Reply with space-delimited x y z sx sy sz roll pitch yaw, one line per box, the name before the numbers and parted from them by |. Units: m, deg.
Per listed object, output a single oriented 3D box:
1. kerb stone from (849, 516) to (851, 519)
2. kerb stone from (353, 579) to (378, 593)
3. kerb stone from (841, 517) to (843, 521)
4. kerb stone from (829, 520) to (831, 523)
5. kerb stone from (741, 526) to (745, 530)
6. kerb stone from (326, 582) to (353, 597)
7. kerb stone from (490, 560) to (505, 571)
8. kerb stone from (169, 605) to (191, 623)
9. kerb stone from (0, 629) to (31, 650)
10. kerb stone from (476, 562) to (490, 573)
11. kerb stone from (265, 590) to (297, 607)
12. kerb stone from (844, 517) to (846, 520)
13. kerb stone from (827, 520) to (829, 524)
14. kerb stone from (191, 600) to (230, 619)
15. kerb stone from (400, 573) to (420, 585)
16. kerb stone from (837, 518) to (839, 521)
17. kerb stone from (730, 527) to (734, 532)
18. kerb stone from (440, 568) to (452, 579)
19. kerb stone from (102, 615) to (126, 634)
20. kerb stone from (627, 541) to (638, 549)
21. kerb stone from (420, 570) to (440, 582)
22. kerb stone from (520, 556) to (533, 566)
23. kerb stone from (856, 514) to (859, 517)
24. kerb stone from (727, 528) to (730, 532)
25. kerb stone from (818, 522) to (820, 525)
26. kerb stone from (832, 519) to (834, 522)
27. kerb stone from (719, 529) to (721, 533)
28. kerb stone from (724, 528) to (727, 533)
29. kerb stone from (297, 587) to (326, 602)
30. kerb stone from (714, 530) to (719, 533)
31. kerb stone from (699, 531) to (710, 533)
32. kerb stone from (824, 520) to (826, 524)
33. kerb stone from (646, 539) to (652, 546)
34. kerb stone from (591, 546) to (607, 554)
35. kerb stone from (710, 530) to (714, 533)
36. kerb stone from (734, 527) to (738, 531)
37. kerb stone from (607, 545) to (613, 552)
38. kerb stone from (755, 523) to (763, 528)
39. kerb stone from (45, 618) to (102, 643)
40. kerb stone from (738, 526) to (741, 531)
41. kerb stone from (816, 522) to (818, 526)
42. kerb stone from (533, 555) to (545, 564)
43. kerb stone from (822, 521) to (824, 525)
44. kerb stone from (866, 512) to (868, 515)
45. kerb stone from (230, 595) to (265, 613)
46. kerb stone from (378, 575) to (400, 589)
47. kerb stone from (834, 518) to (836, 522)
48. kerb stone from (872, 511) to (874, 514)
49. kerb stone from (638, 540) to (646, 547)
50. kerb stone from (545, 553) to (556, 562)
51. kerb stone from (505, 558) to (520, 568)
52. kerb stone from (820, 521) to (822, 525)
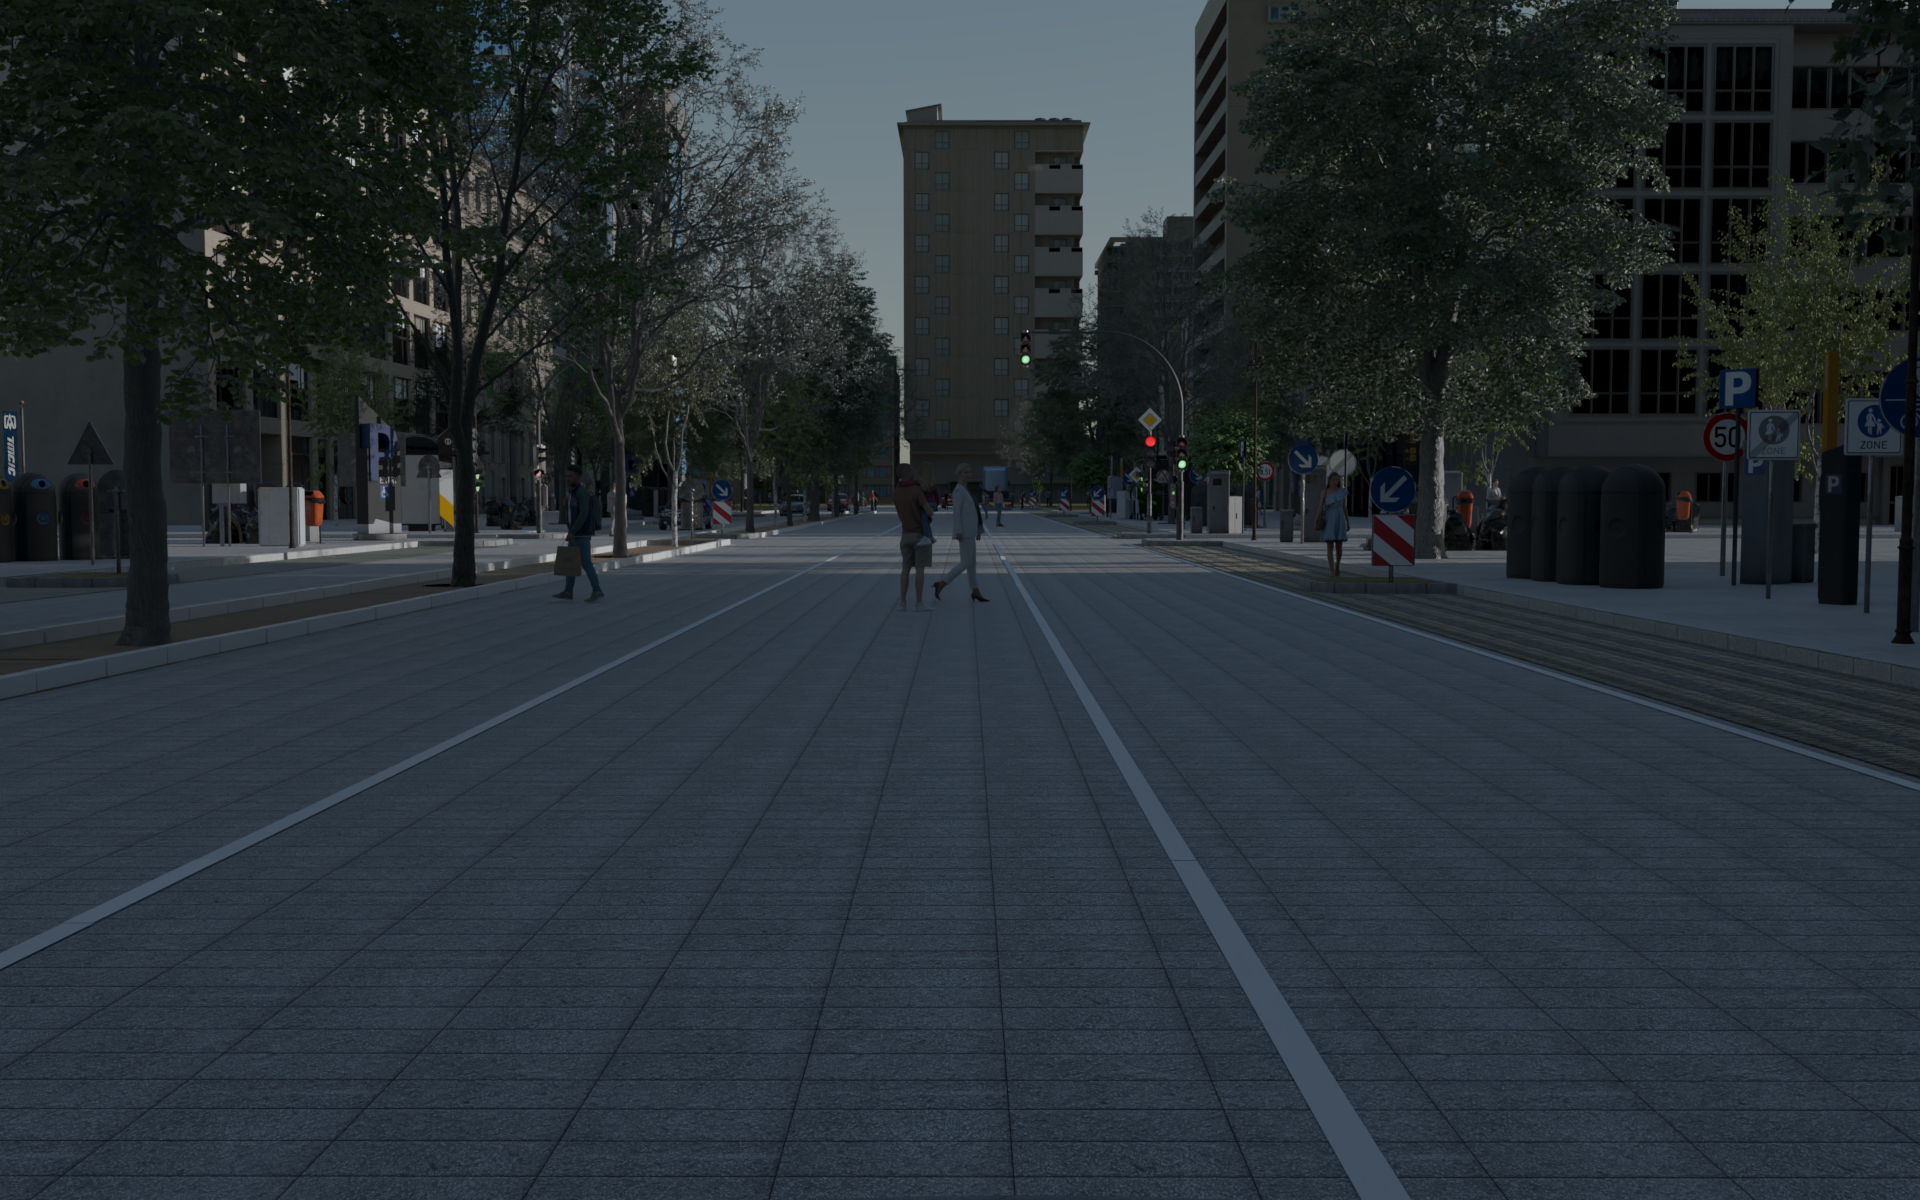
kerb stone | -6.468 -4.675 98.624 0.120 0.150 1.000 0 4 0
kerb stone | -8.777 -0.190 25.301 0.120 0.150 1.000 0 4 0
kerb stone | -6.486 -4.298 92.470 0.120 0.150 1.000 0 4 0
kerb stone | -6.509 -3.797 84.279 0.120 0.150 1.000 0 4 0
kerb stone | -8.655 -2.793 67.857 0.120 0.150 1.000 0 4 0
kerb stone | -8.784 -0.120 24.274 0.120 0.150 1.000 0 4 0
kerb stone | -8.770 -0.629 32.478 0.120 0.150 1.000 0 4 0
kerb stone | -8.798 0.190 19.122 0.120 0.150 1.000 0 4 0
kerb stone | -8.822 0.382 16.054 0.120 0.150 1.000 0 4 0
kerb stone | -8.768 -0.566 31.442 0.120 0.150 1.000 0 4 0
kerb stone | -8.794 -0.001 22.230 0.120 0.150 1.000 0 4 0
kerb stone | -6.474 -4.423 94.518 0.120 0.150 1.000 0 4 0
kerb stone | -6.501 -3.734 83.245 0.120 0.150 1.000 0 4 0
kerb stone | -8.798 0.125 20.155 0.120 0.150 1.000 0 4 0
kerb stone | -8.781 -0.315 27.345 0.120 0.150 1.000 0 4 0
kerb stone | -6.490 -4.110 89.402 0.120 0.150 1.000 0 4 0
kerb stone | -8.671 -2.603 64.772 0.120 0.150 1.000 0 4 0
kerb stone | -8.769 -0.440 29.398 0.120 0.150 1.000 0 4 0
kerb stone | -8.804 0.251 18.100 0.120 0.150 1.000 0 4 0
kerb stone | -8.728 -1.443 45.795 0.120 0.150 1.000 0 4 0
kerb stone | -8.776 -0.378 28.376 0.120 0.150 1.000 0 4 0
kerb stone | -8.751 -0.754 34.529 0.120 0.150 1.000 0 4 0
kerb stone | -6.444 -5.114 105.804 0.120 0.150 1.000 0 4 0
kerb stone | -8.675 -2.541 63.744 0.120 0.150 1.000 0 4 0
kerb stone | -6.529 -3.420 78.111 0.120 0.150 1.000 0 4 0
kerb stone | -6.502 -3.922 86.323 0.120 0.150 1.000 0 4 0
kerb stone | -8.678 -2.415 61.689 0.120 0.150 1.000 0 4 0
kerb stone | -8.670 -2.478 62.716 0.120 0.150 1.000 0 4 0
kerb stone | -8.791 -0.065 23.252 0.120 0.150 1.000 0 4 0
kerb stone | -8.676 -2.353 60.666 0.120 0.150 1.000 0 4 0
kerb stone | -8.682 -2.228 58.620 0.120 0.150 1.000 0 4 0
kerb stone | -6.509 -3.608 81.191 0.120 0.150 1.000 0 4 0
kerb stone | -8.718 -1.569 47.849 0.120 0.150 1.000 0 4 0
kerb stone | -8.730 -1.193 41.705 0.120 0.150 1.000 0 4 0
kerb stone | -8.679 -2.290 59.644 0.120 0.150 1.000 0 4 0
kerb stone | -8.665 -2.665 65.805 0.120 0.150 1.000 0 4 0
kerb stone | -8.738 -1.255 42.728 0.120 0.150 1.000 0 4 0
kerb stone | -8.639 -3.168 74.013 0.120 0.150 1.000 0 4 0
kerb stone | -8.801 0.313 17.078 0.120 0.150 1.000 0 4 0
kerb stone | -8.659 -2.729 66.831 0.120 0.150 1.000 0 4 0
kerb stone | -6.531 -3.357 77.080 0.120 0.150 1.000 0 4 0
kerb stone | -8.751 -0.817 35.551 0.120 0.150 1.000 0 4 0
kerb stone | -6.524 -3.545 80.164 0.120 0.150 1.000 0 4 0
kerb stone | -6.415 -5.740 116.057 0.120 0.150 1.000 0 4 0
kerb stone | -8.797 0.062 21.189 0.120 0.150 1.000 0 4 0
kerb stone | -8.778 -0.252 26.323 0.120 0.150 1.000 0 4 0
kerb stone | -6.500 -3.976 87.354 0.120 0.150 1.000 0 4 0
kerb stone | -6.393 -6.180 123.234 0.120 0.150 1.000 0 4 0
kerb stone | -8.714 -1.506 46.825 0.120 0.150 1.000 0 4 0
kerb stone | -8.751 -0.879 36.577 0.120 0.150 1.000 0 4 0
kerb stone | -8.754 -0.690 33.507 0.120 0.150 1.000 0 4 0
kerb stone | -6.520 -3.481 79.142 0.120 0.150 1.000 0 4 0
